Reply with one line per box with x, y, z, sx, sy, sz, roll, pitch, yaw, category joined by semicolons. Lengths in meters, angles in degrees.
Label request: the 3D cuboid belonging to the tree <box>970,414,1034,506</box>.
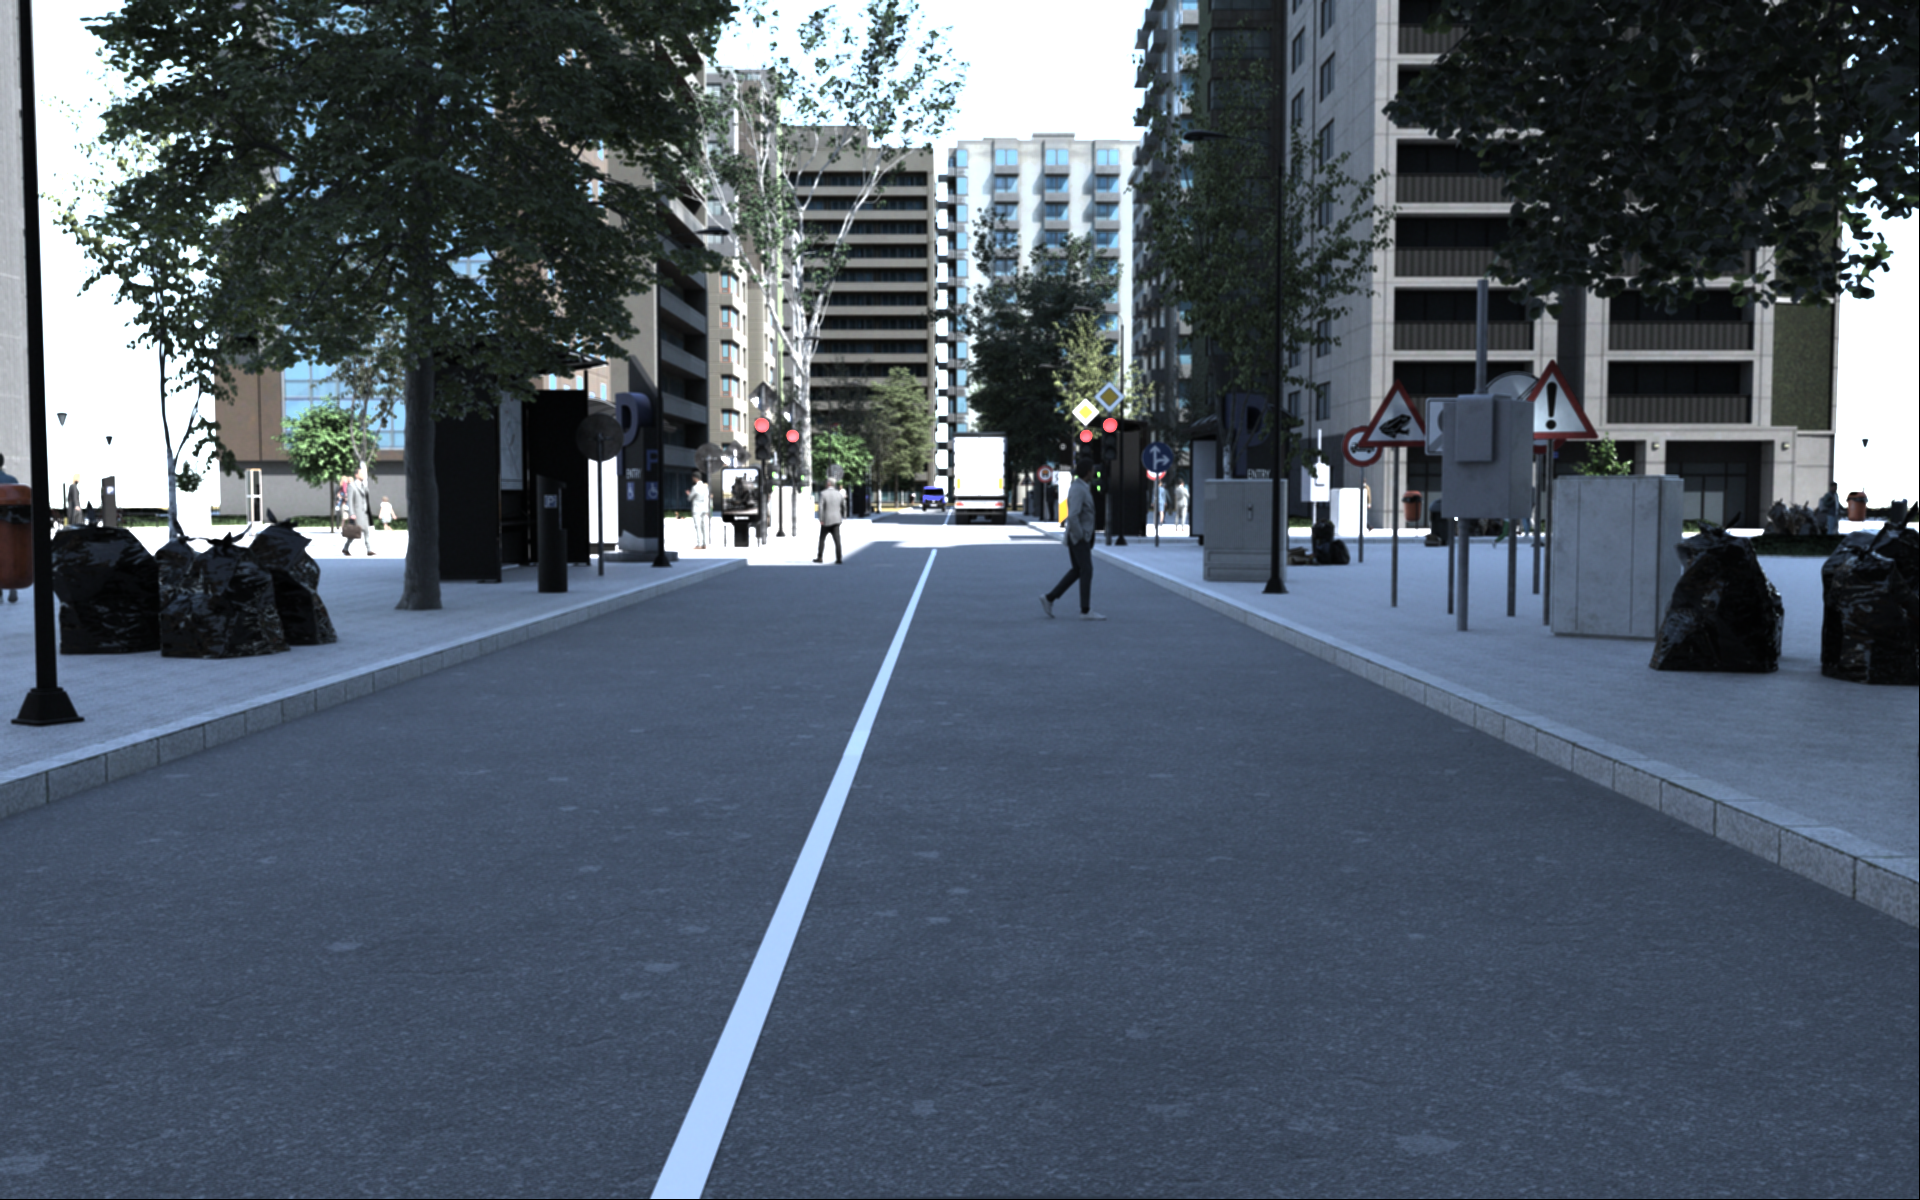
5.186;-16.760;184.399;12.009;13.543;11.850;0;3;0;tree

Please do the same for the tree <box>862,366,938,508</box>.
-5.300;-14.425;153.971;7.486;12.596;7.792;0;3;0;tree

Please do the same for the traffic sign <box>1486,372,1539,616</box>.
5.792;-1.102;18.121;0.768;2.556;0.104;0;4;8;traffic sign

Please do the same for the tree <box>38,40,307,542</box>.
-12.588;-4.751;28.034;4.737;8.622;4.395;0;3;0;tree

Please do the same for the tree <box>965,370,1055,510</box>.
4.336;-13.119;140.258;9.928;11.665;9.643;0;3;0;tree

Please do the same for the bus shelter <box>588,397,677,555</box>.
-7.808;-2.754;38.957;2.014;3.302;5.546;0;3;0;bus shelter

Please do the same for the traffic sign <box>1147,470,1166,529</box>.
7.133;-3.865;63.294;0.768;2.556;0.104;0;4;1;traffic sign

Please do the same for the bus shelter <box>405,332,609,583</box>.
-7.142;-2.244;27.973;1.731;3.624;6.357;0;3;0;bus shelter

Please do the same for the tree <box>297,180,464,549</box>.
-13.625;-5.485;40.047;4.360;8.622;3.978;0;3;0;tree

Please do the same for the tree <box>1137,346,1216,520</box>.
11.100;-8.256;85.341;4.360;8.622;3.978;0;3;0;tree

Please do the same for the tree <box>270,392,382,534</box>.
-20.367;-4.411;55.826;4.285;4.588;4.351;0;3;0;tree

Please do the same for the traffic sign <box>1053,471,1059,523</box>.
4.373;-4.543;76.415;0.606;2.300;0.079;0;4;6;traffic sign

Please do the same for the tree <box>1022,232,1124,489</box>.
3.751;-15.899;115.836;12.611;20.169;13.585;0;3;0;tree

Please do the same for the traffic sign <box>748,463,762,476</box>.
-8.494;-4.391;71.903;0.768;2.556;0.104;0;4;1;traffic sign

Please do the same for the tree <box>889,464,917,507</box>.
-5.813;-11.543;172.442;4.285;4.588;4.351;0;3;0;tree

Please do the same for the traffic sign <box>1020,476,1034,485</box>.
4.122;-6.492;106.153;0.884;2.594;0.081;0;4;3;traffic sign

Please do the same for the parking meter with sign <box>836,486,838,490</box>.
-8.300;-7.573;120.082;0.543;3.016;1.738;-2;4;-23;parking meter with sign

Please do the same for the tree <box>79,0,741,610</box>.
-6.050;-6.194;19.394;7.486;12.596;7.792;0;3;0;tree

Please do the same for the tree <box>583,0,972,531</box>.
-6.871;-12.523;60.643;12.611;20.169;13.585;0;3;0;tree

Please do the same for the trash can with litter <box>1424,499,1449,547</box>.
11.790;-1.907;42.559;0.624;1.170;1.055;2;4;30;trash can with litter

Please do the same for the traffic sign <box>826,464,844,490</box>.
-5.262;-4.450;72.866;0.768;2.556;0.104;0;4;7;traffic sign

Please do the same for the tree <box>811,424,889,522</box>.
-5.676;-5.957;81.105;4.285;4.588;4.351;0;3;0;tree

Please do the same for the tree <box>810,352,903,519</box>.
-5.678;-8.464;88.753;4.360;8.622;3.978;0;3;0;tree

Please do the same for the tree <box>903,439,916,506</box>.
-6.106;-10.777;126.568;4.360;8.622;3.978;0;3;0;tree

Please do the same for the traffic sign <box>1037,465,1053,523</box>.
3.799;-4.717;77.228;0.768;2.556;0.104;0;4;0;traffic sign

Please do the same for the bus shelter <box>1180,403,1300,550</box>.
6.527;-2.867;40.805;2.014;3.302;5.546;0;3;0;bus shelter

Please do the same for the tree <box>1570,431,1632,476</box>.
19.779;-3.567;52.920;1.663;3.219;1.824;0;3;0;tree

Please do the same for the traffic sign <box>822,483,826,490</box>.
-8.125;-6.414;104.875;0.884;2.594;0.081;1;4;9;traffic sign

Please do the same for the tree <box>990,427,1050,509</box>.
4.864;-13.249;151.040;7.601;10.594;8.767;0;4;6;tree

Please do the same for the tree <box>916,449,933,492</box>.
-5.324;-14.268;183.647;4.360;8.622;3.978;0;3;0;tree

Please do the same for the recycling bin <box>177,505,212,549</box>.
-18.004;-1.714;40.578;0.722;1.027;0.722;-1;4;-10;recycling bin

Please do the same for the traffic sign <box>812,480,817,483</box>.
-7.320;-5.174;84.604;0.884;2.594;0.081;0;4;3;traffic sign

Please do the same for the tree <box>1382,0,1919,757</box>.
5.056;-6.206;8.131;9.857;13.997;8.962;0;3;0;tree

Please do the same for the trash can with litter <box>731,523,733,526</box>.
-8.752;-3.561;69.617;0.624;1.170;1.055;1;4;21;trash can with litter

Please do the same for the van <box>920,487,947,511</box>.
-2.171;-8.566;144.442;2.240;2.365;5.245;0;4;0;van

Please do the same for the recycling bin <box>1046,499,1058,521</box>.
4.403;-4.270;82.365;0.722;1.027;0.722;1;4;17;recycling bin

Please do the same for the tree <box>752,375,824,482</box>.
-10.928;-9.610;107.494;4.737;8.622;4.395;0;3;0;tree

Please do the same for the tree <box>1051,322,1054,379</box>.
5.406;-7.221;68.421;4.737;8.622;4.395;0;3;0;tree

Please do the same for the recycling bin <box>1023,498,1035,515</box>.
4.319;-5.762;106.766;0.722;1.027;0.722;-1;4;-16;recycling bin

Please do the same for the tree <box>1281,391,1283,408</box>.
18.025;-8.312;86.257;4.360;8.622;3.978;0;3;0;tree

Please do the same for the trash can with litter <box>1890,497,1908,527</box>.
23.263;-1.907;42.231;2.233;1.210;1.678;-2;4;-23;trash can with litter

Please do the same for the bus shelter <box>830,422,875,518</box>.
-6.162;-7.420;98.949;2.179;5.291;8.768;0;3;0;bus shelter

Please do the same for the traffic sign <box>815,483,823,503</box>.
-7.889;-5.919;96.882;0.768;2.556;0.104;0;4;7;traffic sign

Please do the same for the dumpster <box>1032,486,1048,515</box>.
4.987;-5.986;103.624;1.264;1.857;1.865;0;3;0;dumpster

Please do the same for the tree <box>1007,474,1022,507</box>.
4.689;-11.746;175.756;4.285;4.588;4.351;0;3;0;tree

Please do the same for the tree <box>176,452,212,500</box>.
-36.106;-5.276;80.865;1.663;3.219;1.824;0;3;0;tree

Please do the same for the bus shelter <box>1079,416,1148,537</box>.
4.853;-3.895;54.964;1.731;3.624;6.357;0;3;0;bus shelter

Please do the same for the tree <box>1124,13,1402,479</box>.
4.368;-4.692;27.070;4.737;8.622;4.395;0;3;0;tree
